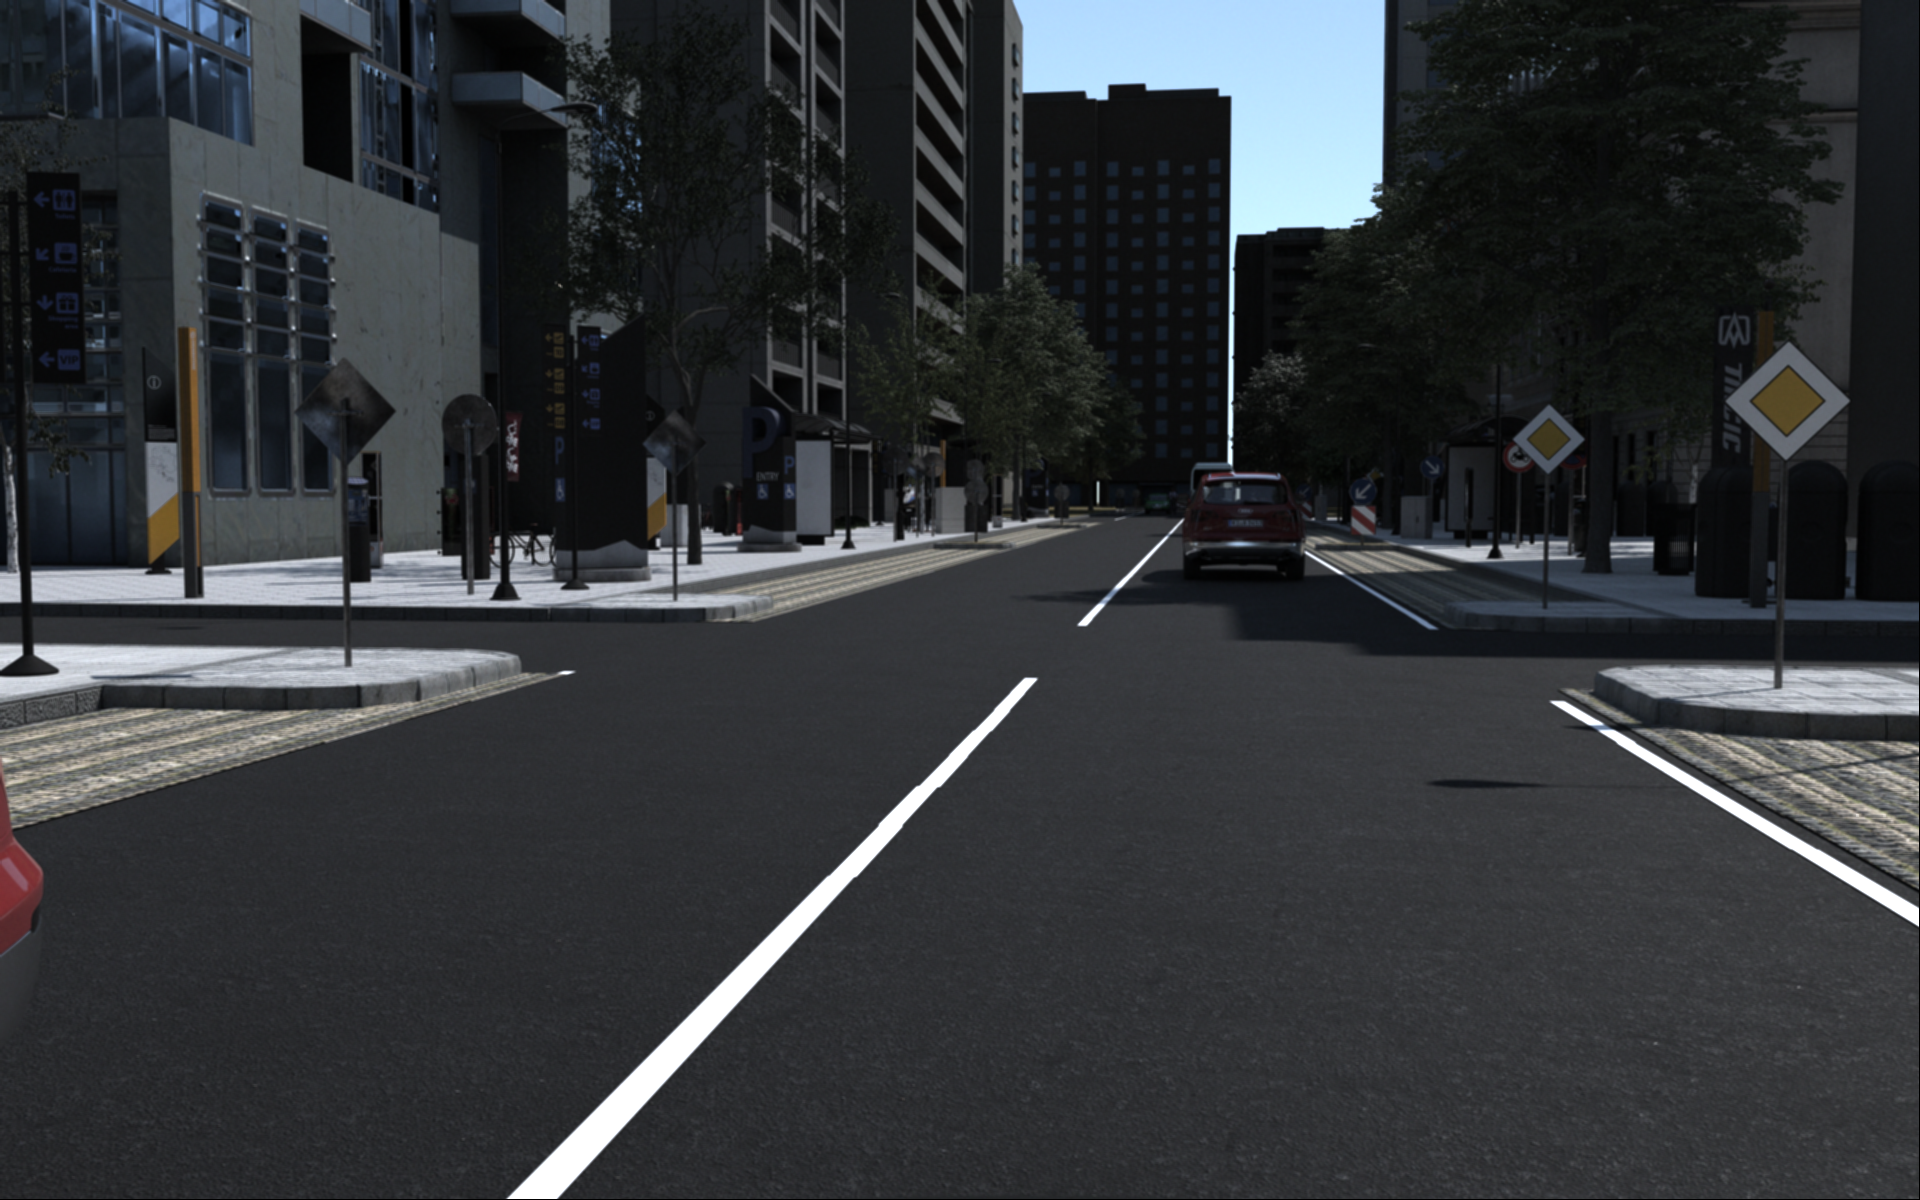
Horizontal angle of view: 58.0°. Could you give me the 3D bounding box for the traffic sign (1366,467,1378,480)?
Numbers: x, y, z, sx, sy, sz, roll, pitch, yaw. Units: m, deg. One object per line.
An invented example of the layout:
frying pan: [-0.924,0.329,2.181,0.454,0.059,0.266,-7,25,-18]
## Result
traffic sign: [17.193,-4.315,71.741,0.795,2.450,0.064,1,4,10]

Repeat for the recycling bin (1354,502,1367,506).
recycling bin: [18.955,-4.268,82.333,0.722,1.027,0.722,-1,4,-15]

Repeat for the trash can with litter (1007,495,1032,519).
trash can with litter: [2.888,-4.718,88.195,1.678,1.210,2.233,2,4,29]

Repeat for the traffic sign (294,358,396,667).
traffic sign: [-4.543,-0.561,12.808,0.795,2.450,0.064,0,4,8]

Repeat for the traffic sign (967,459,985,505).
traffic sign: [0.512,-3.869,63.366,0.768,2.556,0.104,1,4,11]

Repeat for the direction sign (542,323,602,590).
direction sign: [-5.188,-1.911,23.242,0.876,3.537,0.379,-3,5,-43]

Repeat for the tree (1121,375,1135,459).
tree: [10.346,-13.443,137.914,7.486,12.596,7.792,0,3,0]

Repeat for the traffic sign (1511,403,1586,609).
traffic sign: [6.528,-0.956,19.276,0.795,2.450,0.064,0,4,8]

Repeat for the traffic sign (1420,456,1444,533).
traffic sign: [15.694,-3.516,57.592,0.768,2.556,0.104,1,4,16]

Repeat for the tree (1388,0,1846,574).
tree: [10.319,-6.736,28.257,7.486,12.596,7.792,0,3,0]

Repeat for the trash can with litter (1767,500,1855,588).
trash can with litter: [11.558,-0.791,23.997,2.233,1.210,1.678,2,4,28]

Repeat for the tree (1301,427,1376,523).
tree: [16.752,-5.695,76.830,4.285,4.588,4.351,0,3,0]

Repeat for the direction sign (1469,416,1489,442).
direction sign: [15.051,-3.568,50.329,0.876,3.537,0.379,-3,4,-37]

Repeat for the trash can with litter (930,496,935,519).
trash can with litter: [-1.200,-4.614,86.821,1.055,1.170,0.624,-3,4,-39]

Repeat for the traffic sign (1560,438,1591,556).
traffic sign: [12.706,-2.195,35.998,0.768,2.556,0.104,1,4,11]

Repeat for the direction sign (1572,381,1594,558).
direction sign: [12.656,-2.624,34.904,0.876,3.537,0.379,-2,4,-28]

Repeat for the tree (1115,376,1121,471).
tree: [4.951,-11.072,99.159,7.486,12.596,7.792,0,3,0]

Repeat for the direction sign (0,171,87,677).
direction sign: [-6.636,-1.238,12.237,0.876,3.537,0.379,-1,4,-11]

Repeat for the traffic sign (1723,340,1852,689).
traffic sign: [5.398,-0.473,11.371,0.795,2.450,0.064,0,4,8]

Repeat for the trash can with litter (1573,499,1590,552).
trash can with litter: [13.850,-1.665,38.614,0.624,1.170,1.055,1,4,14]

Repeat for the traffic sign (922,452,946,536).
traffic sign: [-0.820,-3.200,52.433,0.768,2.556,0.104,1,4,14]

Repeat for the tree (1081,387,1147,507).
tree: [14.115,-14.726,166.523,9.928,11.665,9.643,0,3,0]

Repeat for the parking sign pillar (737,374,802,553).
parking sign pillar: [-4.252,-3.061,38.514,1.447,3.967,1.447,3,5,39]

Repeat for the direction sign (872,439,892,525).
direction sign: [-3.285,-4.819,70.792,0.876,3.537,0.379,3,5,43]

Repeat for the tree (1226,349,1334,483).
tree: [28.476,-15.081,153.231,9.857,13.997,8.962,0,3,0]

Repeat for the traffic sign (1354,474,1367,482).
traffic sign: [21.383,-5.672,92.839,0.768,2.556,0.104,1,4,10]

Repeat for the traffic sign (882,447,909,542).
traffic sign: [-1.749,-2.843,46.588,0.768,2.556,0.104,1,4,17]

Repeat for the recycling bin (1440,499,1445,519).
recycling bin: [24.871,-4.624,88.161,0.722,1.027,0.722,-1,4,-16]

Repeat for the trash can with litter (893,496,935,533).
trash can with litter: [-1.099,-2.864,57.885,1.678,1.210,2.233,-2,4,-35]

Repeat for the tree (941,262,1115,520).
tree: [2.755,-10.180,84.572,7.486,12.596,7.792,0,3,0]

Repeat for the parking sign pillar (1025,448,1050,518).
parking sign pillar: [4.131,-6.434,93.673,1.447,3.967,1.447,2,4,26]

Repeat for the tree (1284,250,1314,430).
tree: [15.530,-8.855,62.908,7.486,12.596,7.792,0,3,0]

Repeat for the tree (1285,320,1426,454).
tree: [19.363,-9.185,84.594,7.601,10.594,8.767,1,4,16]

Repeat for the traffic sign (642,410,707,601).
traffic sign: [-3.412,-1.044,20.713,0.795,2.450,0.064,0,4,8]

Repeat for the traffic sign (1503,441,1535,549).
traffic sign: [13.120,-2.481,40.672,0.768,2.556,0.104,1,4,8]

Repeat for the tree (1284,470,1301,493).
tree: [26.484,-8.789,138.298,1.663,3.219,1.824,0,3,0]

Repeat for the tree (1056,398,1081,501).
tree: [6.210,-9.775,110.187,4.737,8.622,4.395,0,3,0]

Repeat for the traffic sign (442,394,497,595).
traffic sign: [-6.253,-1.343,22.057,0.768,2.556,0.104,1,4,13]

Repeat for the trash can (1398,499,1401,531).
trash can: [14.234,-2.661,55.166,0.748,1.137,0.748,0,3,0]

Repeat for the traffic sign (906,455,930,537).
traffic sign: [-1.261,-3.058,51.180,0.795,2.450,0.064,1,4,17]

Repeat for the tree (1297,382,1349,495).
tree: [22.248,-9.516,105.944,4.360,8.622,3.978,0,3,0]

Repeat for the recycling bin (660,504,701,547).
recycling bin: [-6.784,-1.802,42.022,0.722,1.027,0.722,2,4,35]

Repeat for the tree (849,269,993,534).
tree: [-1.458,-6.460,55.976,4.737,8.622,4.395,0,3,0]

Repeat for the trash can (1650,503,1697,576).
trash can: [11.298,-0.962,27.390,0.748,1.137,0.748,0,3,0]
